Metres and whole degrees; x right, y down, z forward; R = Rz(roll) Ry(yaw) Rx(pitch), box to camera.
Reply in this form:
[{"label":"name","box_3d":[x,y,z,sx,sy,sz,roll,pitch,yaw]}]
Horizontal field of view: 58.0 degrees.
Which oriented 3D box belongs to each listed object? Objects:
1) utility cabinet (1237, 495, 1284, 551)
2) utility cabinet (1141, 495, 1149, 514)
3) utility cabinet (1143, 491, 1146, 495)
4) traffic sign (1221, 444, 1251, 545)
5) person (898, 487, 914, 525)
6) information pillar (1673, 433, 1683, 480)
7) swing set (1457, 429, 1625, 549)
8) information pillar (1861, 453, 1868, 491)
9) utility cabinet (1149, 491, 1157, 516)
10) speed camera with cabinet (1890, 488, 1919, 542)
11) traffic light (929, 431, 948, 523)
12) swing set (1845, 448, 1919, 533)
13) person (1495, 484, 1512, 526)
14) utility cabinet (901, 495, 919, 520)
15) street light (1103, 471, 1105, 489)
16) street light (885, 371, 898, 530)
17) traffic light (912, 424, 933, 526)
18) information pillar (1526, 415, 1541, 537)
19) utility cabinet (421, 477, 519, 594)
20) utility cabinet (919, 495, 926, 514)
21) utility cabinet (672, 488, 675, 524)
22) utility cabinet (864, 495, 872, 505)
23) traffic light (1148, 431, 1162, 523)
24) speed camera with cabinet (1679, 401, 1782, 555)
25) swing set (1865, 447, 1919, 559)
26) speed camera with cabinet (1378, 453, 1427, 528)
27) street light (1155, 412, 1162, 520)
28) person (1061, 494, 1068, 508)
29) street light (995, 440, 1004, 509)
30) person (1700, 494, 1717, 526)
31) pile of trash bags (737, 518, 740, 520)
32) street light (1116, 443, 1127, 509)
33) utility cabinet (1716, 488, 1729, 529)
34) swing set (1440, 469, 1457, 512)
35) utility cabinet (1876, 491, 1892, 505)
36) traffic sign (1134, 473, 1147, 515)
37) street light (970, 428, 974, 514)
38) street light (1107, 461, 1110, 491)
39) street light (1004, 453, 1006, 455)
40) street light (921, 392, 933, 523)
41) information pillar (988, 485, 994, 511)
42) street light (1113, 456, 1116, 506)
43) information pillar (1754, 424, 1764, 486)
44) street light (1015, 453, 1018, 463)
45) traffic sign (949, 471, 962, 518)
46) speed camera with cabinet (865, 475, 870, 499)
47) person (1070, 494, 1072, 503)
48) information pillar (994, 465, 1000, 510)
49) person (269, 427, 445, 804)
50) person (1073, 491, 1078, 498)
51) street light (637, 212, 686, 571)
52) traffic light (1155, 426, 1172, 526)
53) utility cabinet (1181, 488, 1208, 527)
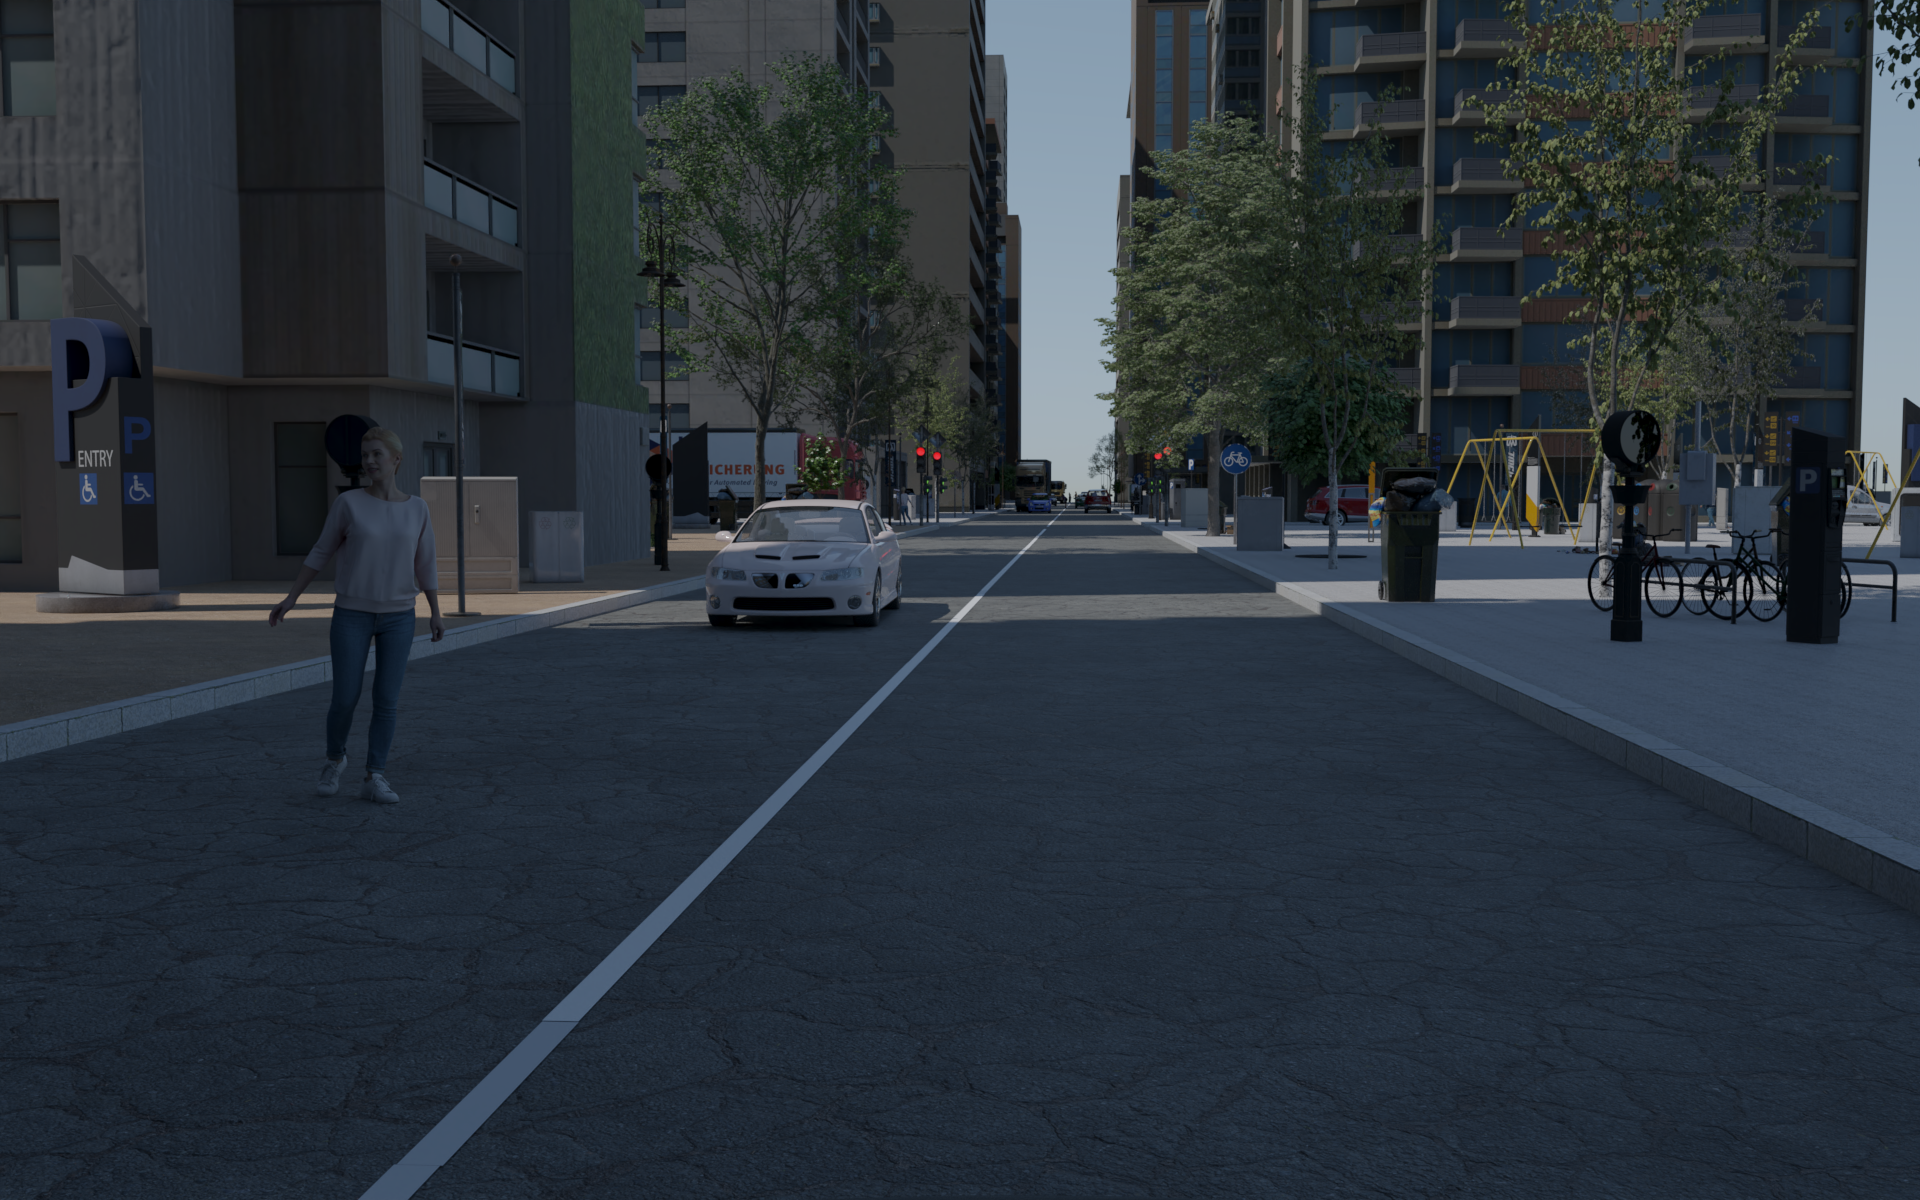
[{"label":"utility cabinet","box_3d":[6.787,-1.712,39.145,1.020,1.237,0.306,1,4,17]},{"label":"utility cabinet","box_3d":[11.547,-5.982,108.973,1.020,1.237,0.306,-2,4,-28]},{"label":"utility cabinet","box_3d":[12.651,-6.853,120.722,0.318,1.500,1.173,-3,5,-39]},{"label":"traffic sign","box_3d":[6.984,-2.679,43.907,0.768,2.556,0.104,0,4,8]},{"label":"person","box_3d":[-2.262,-4.014,74.809,0.598,1.740,0.731,3,5,41]},{"label":"information pillar","box_3d":[27.673,-4.614,66.786,0.183,3.616,0.504,-1,4,-8]},{"label":"swing set","box_3d":[14.220,-2.715,42.005,3.119,2.851,2.862,-1,4,-9]},{"label":"information pillar","box_3d":[49.542,-6.361,95.364,0.504,3.616,0.183,0,4,-7]},{"label":"utility cabinet","box_3d":[11.367,-5.685,101.635,0.318,1.500,1.173,0,4,-8]},{"label":"speed camera with cabinet","box_3d":[26.018,-3.168,46.132,2.038,3.252,0.660,1,4,22]},{"label":"traffic light","box_3d":[-0.984,-5.418,77.497,0.839,4.253,0.868,0,4,4]},{"label":"swing set","box_3d":[33.270,-4.048,63.798,3.119,2.851,2.862,-3,5,-43]},{"label":"person","box_3d":[22.868,-3.953,72.999,0.638,1.841,0.748,3,5,39]},{"label":"utility cabinet","box_3d":[-2.619,-4.613,86.584,0.306,1.237,1.020,-3,4,-37]},{"label":"street light","box_3d":[20.724,-16.556,243.475,0.468,5.910,1.993,0,4,4]},{"label":"street light","box_3d":[-2.532,-5.470,62.230,0.468,5.910,1.993,0,4,4]},{"label":"traffic light","box_3d":[-1.534,-4.930,69.531,0.839,4.253,0.868,0,4,4]},{"label":"information pillar","box_3d":[17.041,-3.675,51.436,0.183,3.616,0.504,-1,4,-22]},{"label":"utility cabinet","box_3d":[-6.260,-0.824,22.150,1.173,1.500,0.318,-1,4,-11]},{"label":"utility cabinet","box_3d":[-2.733,-6.186,112.298,1.020,1.237,0.306,0,4,-3]},{"label":"utility cabinet","box_3d":[-10.925,-3.633,68.075,0.318,1.500,1.173,1,4,18]},{"label":"utility cabinet","box_3d":[-4.937,-4.663,87.395,1.020,1.237,0.306,-3,4,-37]},{"label":"traffic light","box_3d":[8.756,-5.377,76.843,0.839,4.253,0.868,0,4,4]},{"label":"speed camera with cabinet","box_3d":[16.440,-2.601,36.858,2.038,3.252,0.660,2,4,29]},{"label":"swing set","box_3d":[18.779,-2.093,31.839,3.119,2.851,2.862,-2,4,-32]},{"label":"speed camera with cabinet","box_3d":[16.910,-4.362,65.659,2.038,3.252,0.660,3,5,43]},{"label":"street light","box_3d":[9.713,-6.804,84.038,0.468,5.910,1.993,0,4,4]},{"label":"person","box_3d":[10.481,-9.896,173.530,0.697,1.427,0.421,-1,4,-21]},{"label":"street light","box_3d":[3.196,-10.511,144.647,0.468,5.910,1.993,0,4,4]},{"label":"person","box_3d":[31.344,-3.883,72.335,0.721,1.781,0.623,3,4,36]},{"label":"pile of trash bags","box_3d":[-12.482,-4.619,85.275,3.447,1.369,1.912,1,4,9]},{"label":"street light","box_3d":[14.893,-11.436,159.758,0.468,5.910,1.993,0,4,4]},{"label":"utility cabinet","box_3d":[27.435,-3.279,62.293,0.318,1.500,1.173,2,4,28]},{"label":"swing set","box_3d":[15.166,-3.127,48.746,2.862,2.851,3.119,-1,4,-19]},{"label":"utility cabinet","box_3d":[65.958,-7.047,123.895,1.173,1.500,0.318,3,5,42]},{"label":"traffic sign","box_3d":[10.830,-6.358,104.058,0.768,2.556,0.104,0,4,4]},{"label":"street light","box_3d":[0.843,-8.471,111.290,0.468,5.910,1.993,0,4,4]},{"label":"street light","box_3d":[19.566,-15.557,227.144,0.468,5.910,1.993,0,4,4]},{"label":"street light","box_3d":[3.820,-11.093,154.150,0.468,5.910,1.993,0,4,4]},{"label":"street light","box_3d":[-1.458,-6.421,77.774,0.468,5.910,1.993,0,4,4]},{"label":"information pillar","box_3d":[2.367,-8.093,136.810,0.304,2.012,0.304,0,4,2]},{"label":"street light","box_3d":[17.244,-13.476,193.114,0.468,5.910,1.993,0,4,4]},{"label":"information pillar","box_3d":[26.946,-4.103,58.440,0.504,3.616,0.183,-3,5,-44]},{"label":"street light","box_3d":[6.202,-13.170,188.117,0.468,5.910,1.993,0,4,4]},{"label":"traffic sign","box_3d":[-0.278,-5.783,94.661,0.768,2.556,0.104,0,4,5]},{"label":"speed camera with cabinet","box_3d":[-5.292,-5.367,82.090,2.038,3.252,0.660,-2,4,-25]},{"label":"person","box_3d":[17.237,-15.740,269.070,0.599,1.433,0.991,-1,4,-10]},{"label":"information pillar","box_3d":[3.010,-9.130,140.622,0.504,3.616,0.183,3,5,45]},{"label":"person","box_3d":[-2.856,0.065,8.109,0.731,1.740,0.598,-3,4,-38]},{"label":"person","box_3d":[15.894,-14.045,238.151,0.705,1.822,1.348,-2,4,-23]},{"label":"street light","box_3d":[-4.933,-3.424,28.764,0.468,5.910,1.993,0,4,4]},{"label":"traffic light","box_3d":[8.205,-4.890,68.876,0.839,4.253,0.868,0,4,4]},{"label":"utility cabinet","box_3d":[9.061,-3.550,66.719,1.173,1.500,0.318,-2,4,-30]}]
